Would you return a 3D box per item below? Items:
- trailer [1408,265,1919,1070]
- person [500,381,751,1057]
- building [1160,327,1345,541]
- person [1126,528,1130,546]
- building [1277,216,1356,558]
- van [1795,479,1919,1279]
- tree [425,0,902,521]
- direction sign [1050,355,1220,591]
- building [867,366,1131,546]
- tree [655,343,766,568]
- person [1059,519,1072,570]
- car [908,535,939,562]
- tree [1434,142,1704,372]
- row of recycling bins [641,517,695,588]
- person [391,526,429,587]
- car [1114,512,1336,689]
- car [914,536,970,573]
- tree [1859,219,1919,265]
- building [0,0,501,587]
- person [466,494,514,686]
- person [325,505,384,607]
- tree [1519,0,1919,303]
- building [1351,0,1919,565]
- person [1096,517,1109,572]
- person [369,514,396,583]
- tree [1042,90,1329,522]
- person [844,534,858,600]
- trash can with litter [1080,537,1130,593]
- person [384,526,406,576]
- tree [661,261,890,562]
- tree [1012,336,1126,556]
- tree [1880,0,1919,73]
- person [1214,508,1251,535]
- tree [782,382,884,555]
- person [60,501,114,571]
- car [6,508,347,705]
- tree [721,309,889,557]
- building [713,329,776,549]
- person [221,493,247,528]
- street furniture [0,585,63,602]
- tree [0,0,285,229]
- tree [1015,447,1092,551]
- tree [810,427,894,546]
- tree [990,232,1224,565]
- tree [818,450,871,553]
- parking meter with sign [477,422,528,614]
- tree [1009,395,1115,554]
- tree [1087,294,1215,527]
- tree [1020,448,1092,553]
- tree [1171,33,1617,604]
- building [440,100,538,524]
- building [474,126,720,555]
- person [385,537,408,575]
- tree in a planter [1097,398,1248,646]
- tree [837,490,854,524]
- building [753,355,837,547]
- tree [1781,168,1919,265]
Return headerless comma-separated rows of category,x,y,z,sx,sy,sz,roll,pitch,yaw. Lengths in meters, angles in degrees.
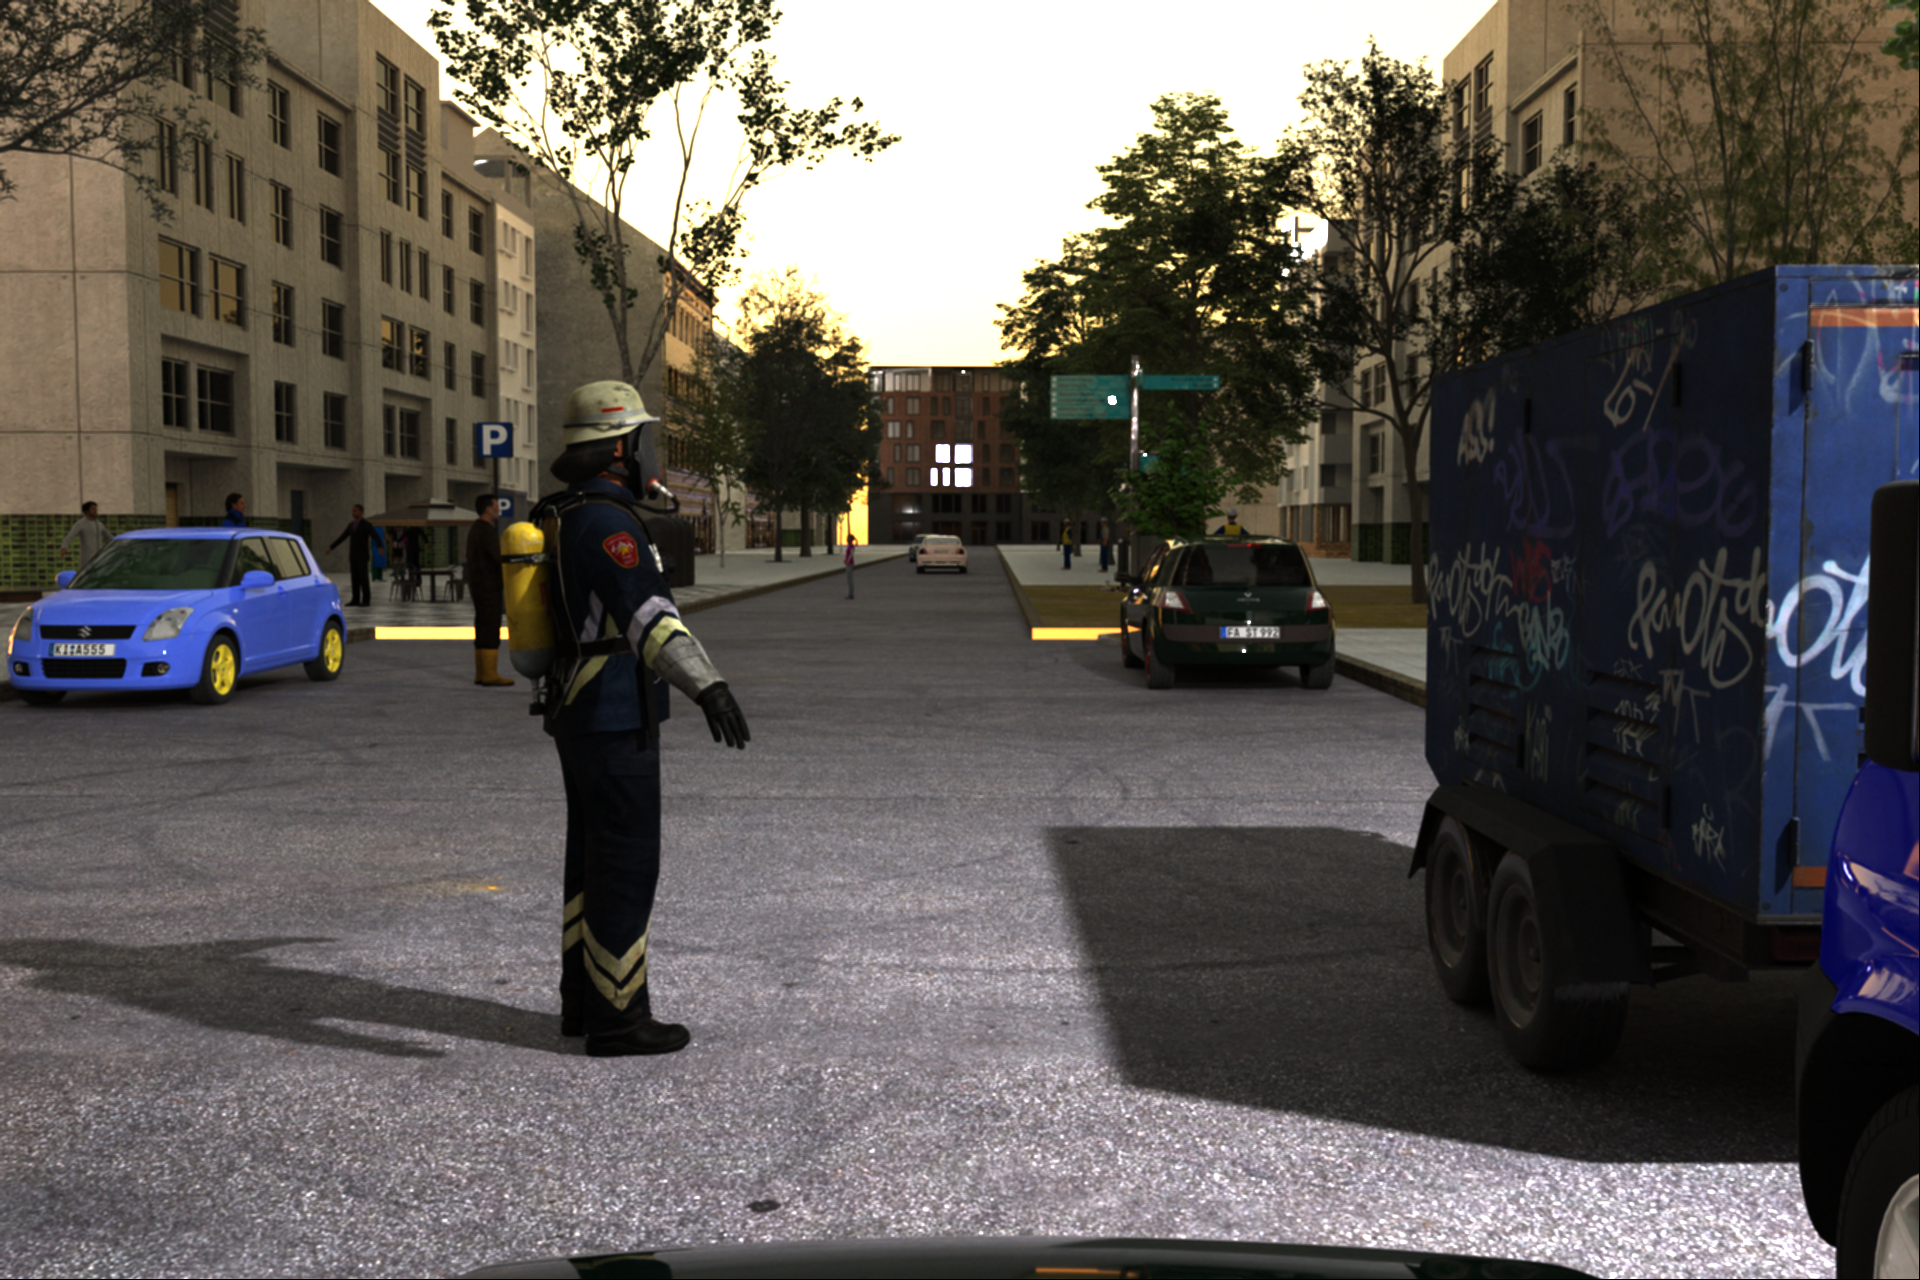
trailer,2.201,0.085,5.660,1.471,1.999,3.904,0,3,0
person,-0.962,0.206,4.872,0.705,1.856,1.354,-2,4,-30
building,26.453,-17.758,156.800,16.747,18.905,31.486,0,4,1
person,5.996,-3.270,59.238,0.705,1.858,1.354,2,4,25
building,24.516,-15.152,104.154,16.016,20.090,11.380,0,4,1
van,2.218,0.237,0.509,2.240,2.365,5.245,0,4,1
tree,-8.131,-11.805,48.897,12.611,20.169,13.585,0,3,0
direction sign,2.608,-2.243,25.434,2.525,3.948,1.411,0,4,1
building,4.696,-22.827,219.651,32.646,21.610,27.936,0,4,-2
tree,-9.238,-7.074,66.017,4.737,8.622,4.395,0,3,0
person,3.830,-3.454,62.438,0.705,1.833,1.349,-1,4,-12
car,-1.681,-4.753,89.720,2.014,1.417,4.499,0,4,1
tree,15.104,-6.579,41.972,7.601,10.594,8.767,0,4,6
row of recycling bins,-7.117,-2.162,42.468,1.069,1.692,3.534,0,4,0
person,-13.348,-2.166,42.130,0.721,1.740,1.216,2,4,27
car,2.591,-0.464,17.371,2.009,1.686,4.222,0,4,1
car,-0.673,-3.180,64.351,2.083,1.381,4.827,0,4,0
tree,21.962,-5.568,41.398,4.360,8.622,3.978,0,3,0
building,-27.924,-11.647,56.894,16.747,18.905,31.486,0,4,1
person,-4.450,-0.479,16.428,0.704,1.812,1.346,-2,4,-33
person,-10.646,-1.492,30.620,1.346,1.802,0.704,2,4,26
tree,8.741,-4.157,18.331,4.360,8.622,3.978,0,3,0
building,26.327,-12.130,64.780,16.747,18.905,31.486,0,4,1
person,4.804,-3.193,58.057,0.705,1.847,1.347,0,4,-7
person,-15.412,-2.434,45.918,0.704,1.817,1.347,1,4,12
tree,5.943,-7.788,45.454,7.486,12.596,7.792,0,3,0
person,-2.470,-1.606,37.988,0.599,1.433,0.991,0,4,-7
trash can with litter,3.572,-1.687,38.636,1.678,1.210,2.233,0,4,0
person,-17.210,-2.862,52.941,0.704,1.843,1.345,3,5,42
tree,-8.240,-10.279,78.427,12.009,13.543,11.850,0,3,0
tree,6.512,-11.034,98.533,7.486,12.596,7.792,0,3,0
tree,8.540,-5.533,8.600,7.486,12.596,7.792,0,3,0
person,5.034,-1.582,32.335,1.216,1.772,0.721,-1,4,-9
tree,-8.295,-11.169,108.368,9.928,11.665,9.643,0,3,0
person,-14.014,-1.334,27.995,0.705,1.806,1.347,1,4,21
car,-6.983,-0.371,15.655,1.945,1.707,3.694,0,4,1
tree,-8.741,-11.661,97.310,9.857,13.997,8.962,0,3,0
building,-27.251,-19.939,156.931,19.493,23.208,18.063,0,4,2
person,-9.656,-1.053,23.197,0.704,1.831,1.345,-1,4,-9
street furniture,-22.809,-1.545,32.114,9.812,1.723,11.010,2,4,27
tree,-12.543,-6.562,17.660,12.009,13.543,11.850,0,3,0
tree,7.719,-11.968,130.094,7.601,10.594,8.767,-2,4,-24
tree,-8.357,-11.713,125.921,7.601,10.594,8.767,-2,4,-31
tree,5.998,-10.080,71.457,9.857,13.997,8.962,0,3,0
tree,-8.098,-10.182,116.835,4.360,8.622,3.978,0,3,0
parking meter with sign,-7.240,-1.937,27.933,0.543,3.016,1.738,0,4,1
tree,7.143,-11.277,110.131,9.928,11.665,9.643,0,3,0
tree,6.146,-6.292,53.231,4.360,8.622,3.978,0,3,0
tree,7.867,-11.889,120.143,9.928,11.665,9.643,0,3,0
tree,8.390,-5.969,32.013,8.767,10.594,7.601,-1,4,-23
building,-27.116,-13.494,77.048,16.016,20.090,11.380,0,4,1
building,-25.225,-16.630,102.835,19.493,23.208,18.063,0,4,0
person,-17.690,-2.786,54.818,0.991,1.433,0.599,-1,4,-21
tree in a planter,2.825,-1.561,22.744,1.991,3.239,1.994,0,4,1
tree,-16.489,-18.208,215.821,7.486,12.596,7.792,0,3,0
building,-23.158,-19.601,186.941,16.747,18.905,31.486,0,4,2
tree,18.225,-5.107,33.866,4.737,8.622,4.395,0,3,0
